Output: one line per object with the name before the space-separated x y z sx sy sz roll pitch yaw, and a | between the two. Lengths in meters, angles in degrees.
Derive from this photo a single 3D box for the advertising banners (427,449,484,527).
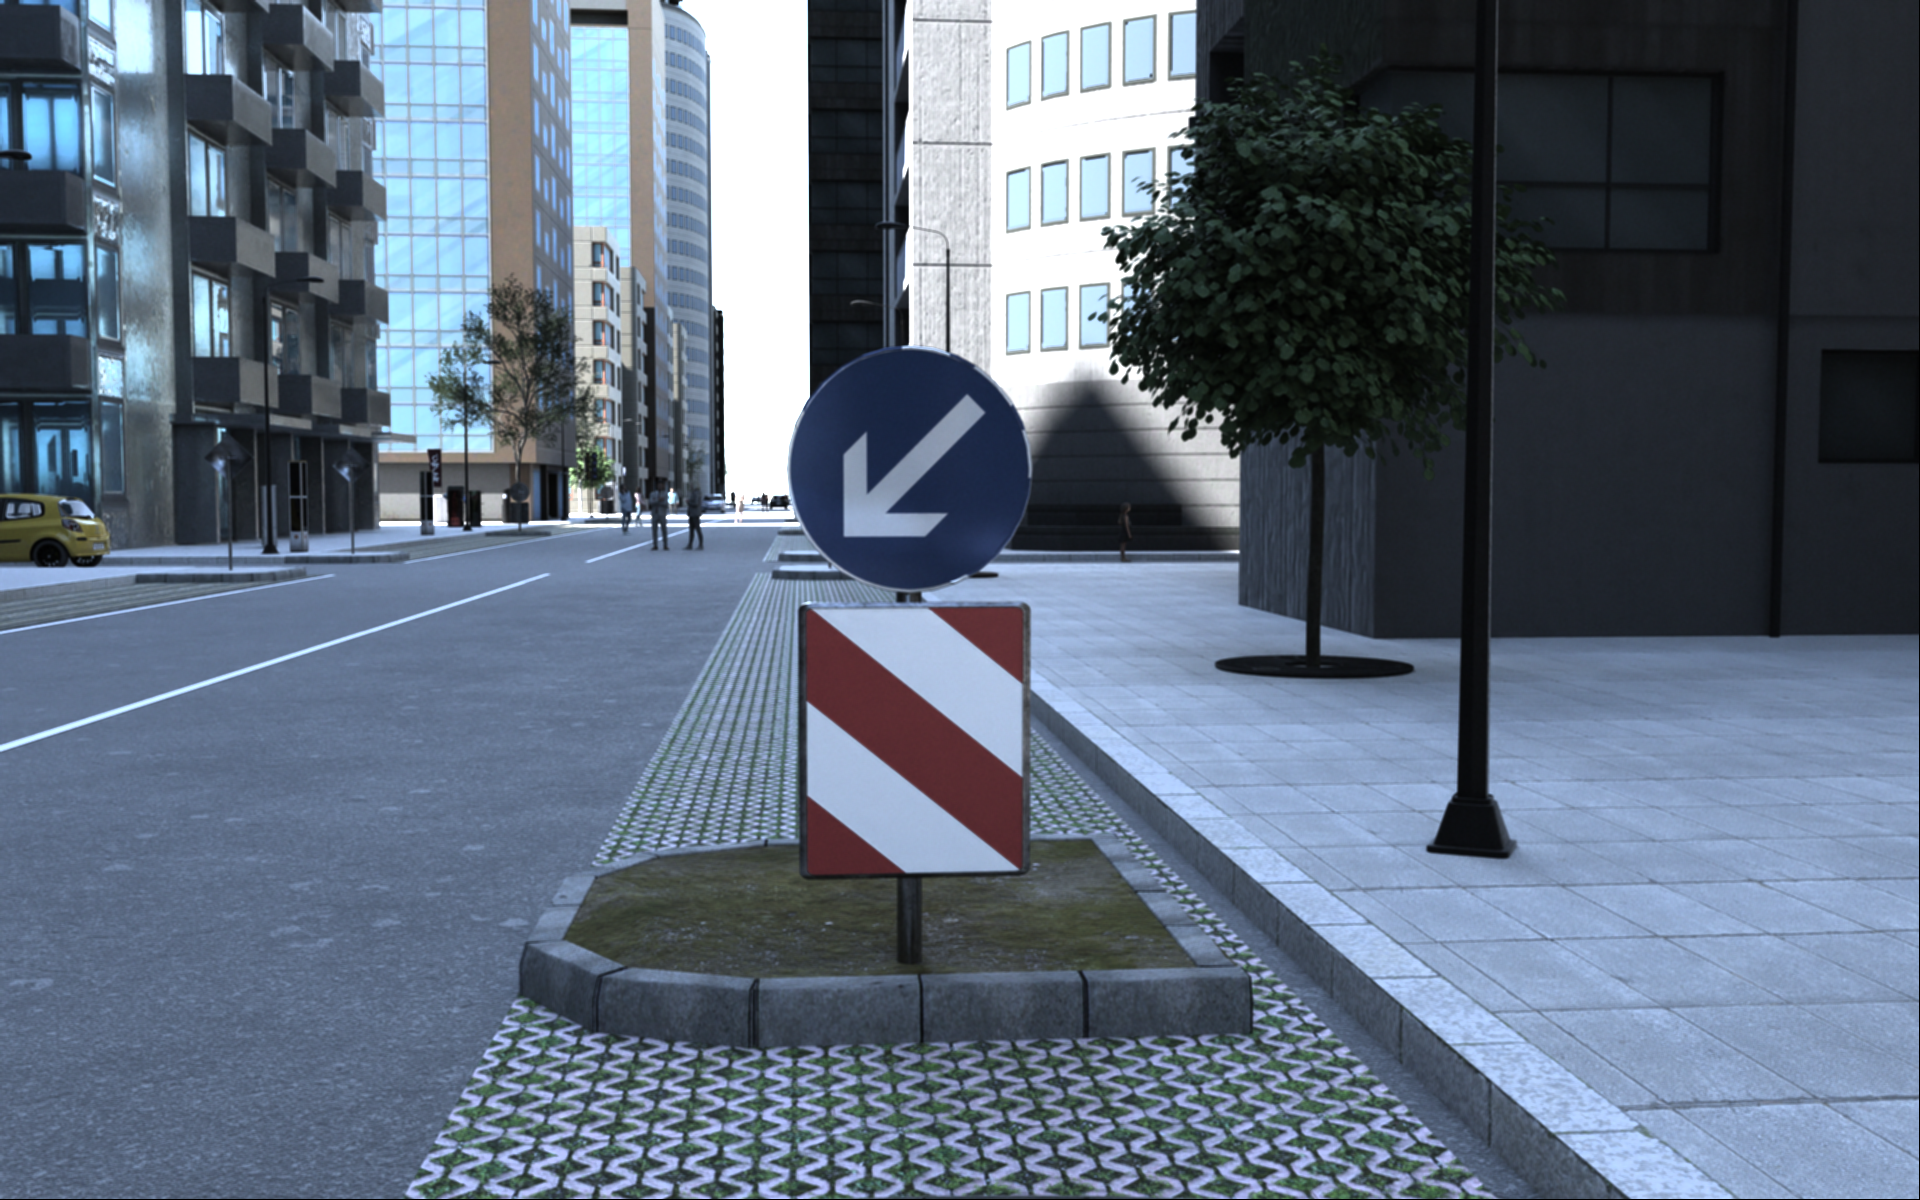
advertising banners | -19.576 -4.343 67.192 2.074 3.025 0.090 -1 4 -9

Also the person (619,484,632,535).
person | -11.798 -3.200 61.085 0.793 1.790 0.793 0 4 -4

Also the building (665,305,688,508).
building | -41.440 -19.793 168.661 27.650 21.520 28.899 0 4 -5

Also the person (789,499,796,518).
person | -9.689 -5.704 101.873 0.709 1.813 0.853 -1 4 -15

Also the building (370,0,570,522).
building | -26.766 -26.529 83.862 14.600 45.320 14.200 0 4 -5

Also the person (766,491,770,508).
person | -20.404 -10.688 183.968 1.217 1.735 0.721 3 5 43

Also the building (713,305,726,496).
building | -42.590 -29.861 259.930 14.160 30.474 14.107 0 4 -5

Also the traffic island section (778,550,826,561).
traffic island section | -2.967 -0.961 37.998 2.009 0.180 2.903 0 4 -5

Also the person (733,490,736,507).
person | -24.095 -10.800 185.070 0.705 1.826 1.348 0 4 4

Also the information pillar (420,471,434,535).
information pillar | -16.734 -3.050 54.367 0.304 2.012 0.304 3 4 38

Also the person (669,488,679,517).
person | -18.053 -6.151 109.091 0.660 1.820 0.620 0 4 -7

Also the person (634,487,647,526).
person | -14.222 -4.131 76.632 0.643 1.750 0.593 -3 5 -41

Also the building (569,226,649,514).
building | -37.887 -17.135 125.204 27.650 21.520 28.899 0 4 -5

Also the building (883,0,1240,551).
building | 12.339 -30.924 47.603 28.212 58.520 21.231 0 4 -5

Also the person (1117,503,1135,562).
person | 3.506 -1.428 36.523 0.373 1.253 0.362 0 4 -2

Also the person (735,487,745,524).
person | -10.492 -4.522 82.773 0.599 1.781 0.374 -2 4 -29

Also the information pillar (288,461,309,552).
information pillar | -14.644 -2.070 38.328 0.304 2.012 0.304 0 4 2

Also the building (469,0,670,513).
building | -32.400 -30.401 147.163 14.600 45.320 14.200 0 4 -5

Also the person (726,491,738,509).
person | -21.514 -9.435 163.582 1.217 1.723 0.721 -1 4 -19

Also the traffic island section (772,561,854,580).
traffic island section | -2.236 -0.475 30.047 2.009 0.180 2.903 0 4 -5

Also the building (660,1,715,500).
building | -40.785 -40.670 206.958 21.231 58.520 28.212 0 4 -5

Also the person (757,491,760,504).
person | -28.740 -14.582 246.932 0.705 1.822 1.348 0 4 2

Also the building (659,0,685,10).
building | -44.930 -56.436 235.398 22.319 86.520 31.000 0 4 -5

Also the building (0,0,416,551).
building | -29.817 -26.263 49.003 23.786 49.044 30.456 0 4 -5

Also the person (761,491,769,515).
person | -13.421 -6.676 119.114 0.415 1.643 0.593 3 5 44

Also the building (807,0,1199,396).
building | 0.905 -18.217 69.544 14.160 30.474 14.107 0 4 -5

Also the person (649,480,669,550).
person | -7.715 -2.186 44.426 0.511 1.800 0.466 -1 4 -16

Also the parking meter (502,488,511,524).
parking meter | -19.537 -4.046 74.558 0.372 1.533 0.369 0 3 0

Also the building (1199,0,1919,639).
building | 10.030 -15.301 21.878 14.160 30.474 14.107 0 4 -5

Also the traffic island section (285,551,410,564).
traffic island section | -13.016 -0.905 37.083 2.009 0.180 2.903 0 4 -5

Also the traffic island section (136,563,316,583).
traffic island section | -12.285 -0.419 29.131 2.009 0.180 2.903 0 4 -5

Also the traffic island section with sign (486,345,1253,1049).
traffic island section with sign | -0.306 0.197 5.415 1.989 1.847 2.006 0 4 -5

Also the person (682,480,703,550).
person | -6.868 -2.193 44.540 0.526 1.800 0.537 -1 4 -15
